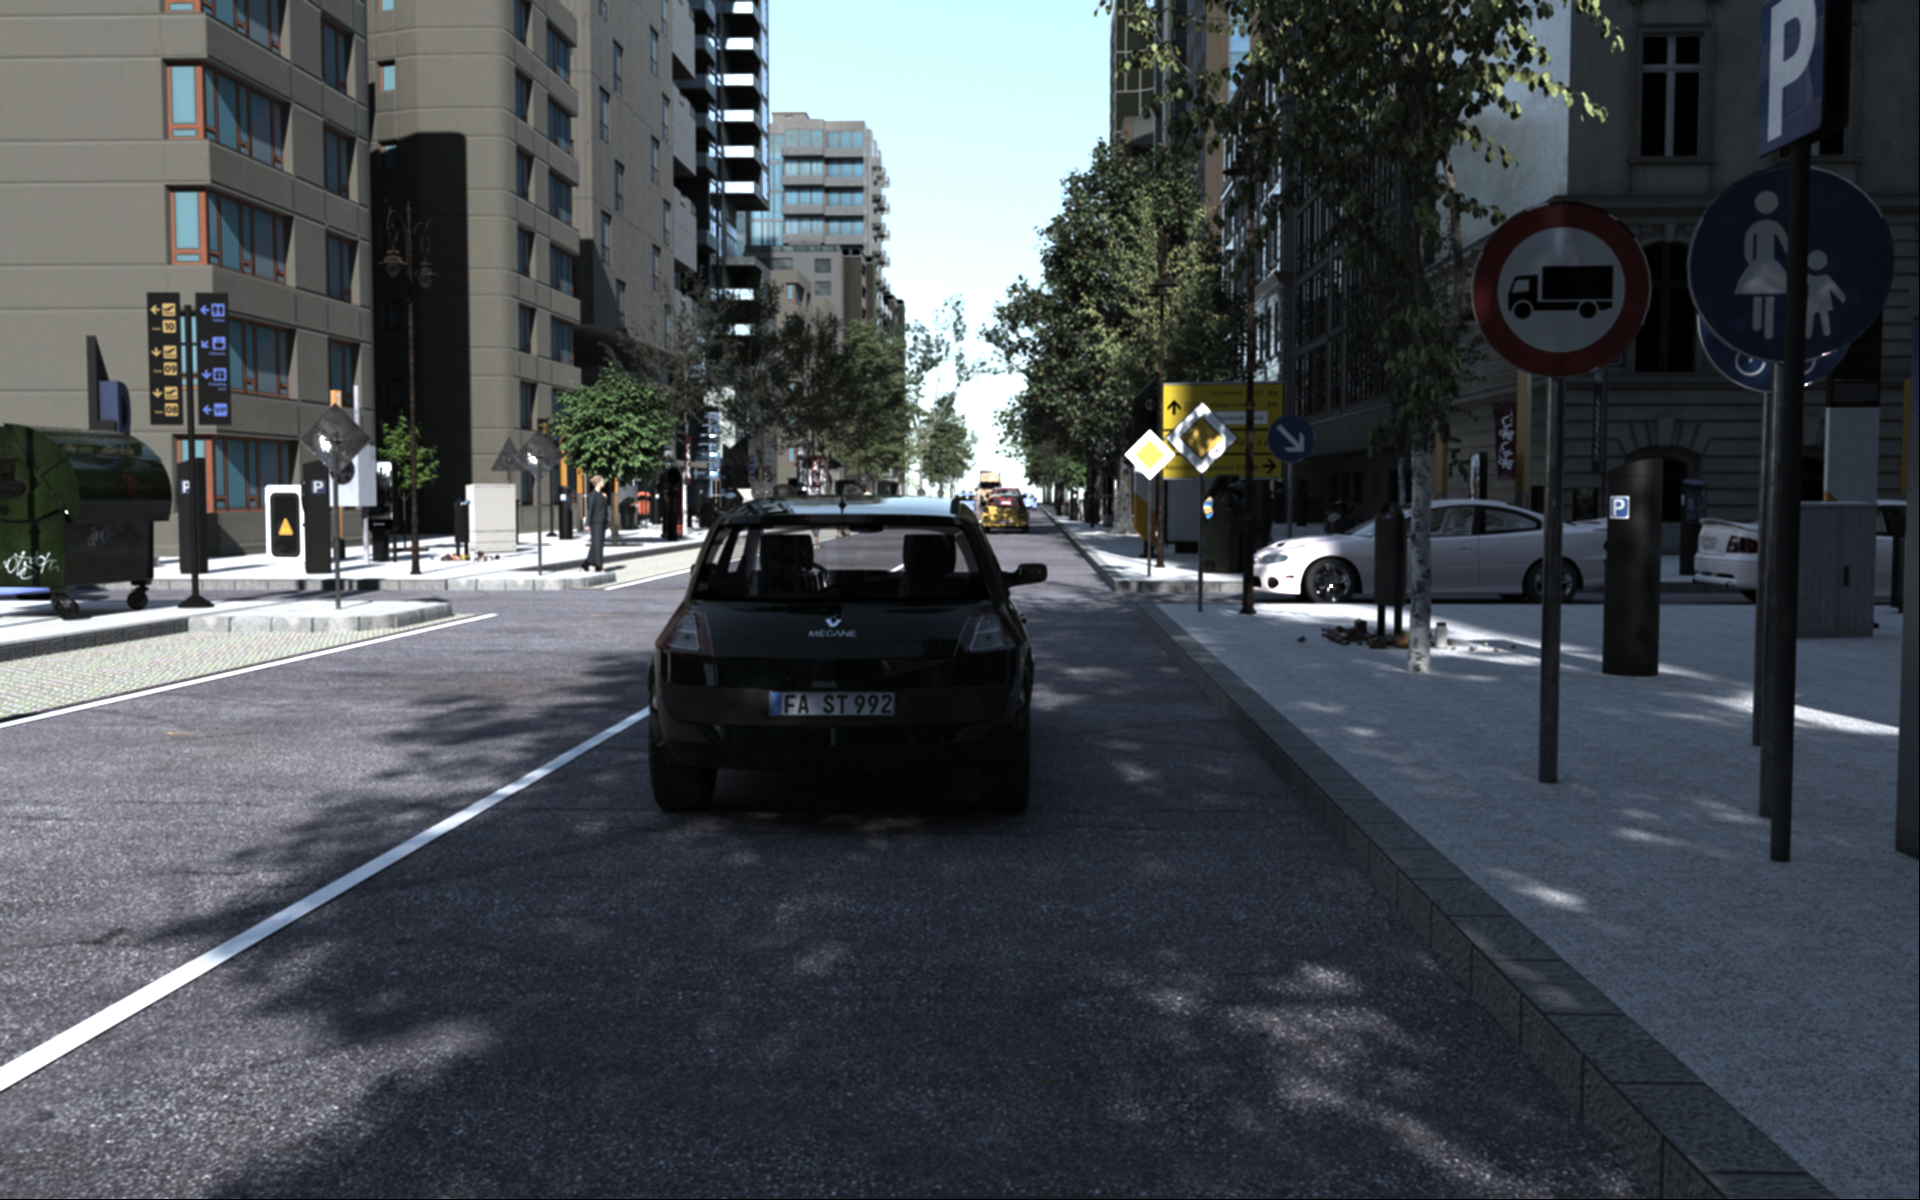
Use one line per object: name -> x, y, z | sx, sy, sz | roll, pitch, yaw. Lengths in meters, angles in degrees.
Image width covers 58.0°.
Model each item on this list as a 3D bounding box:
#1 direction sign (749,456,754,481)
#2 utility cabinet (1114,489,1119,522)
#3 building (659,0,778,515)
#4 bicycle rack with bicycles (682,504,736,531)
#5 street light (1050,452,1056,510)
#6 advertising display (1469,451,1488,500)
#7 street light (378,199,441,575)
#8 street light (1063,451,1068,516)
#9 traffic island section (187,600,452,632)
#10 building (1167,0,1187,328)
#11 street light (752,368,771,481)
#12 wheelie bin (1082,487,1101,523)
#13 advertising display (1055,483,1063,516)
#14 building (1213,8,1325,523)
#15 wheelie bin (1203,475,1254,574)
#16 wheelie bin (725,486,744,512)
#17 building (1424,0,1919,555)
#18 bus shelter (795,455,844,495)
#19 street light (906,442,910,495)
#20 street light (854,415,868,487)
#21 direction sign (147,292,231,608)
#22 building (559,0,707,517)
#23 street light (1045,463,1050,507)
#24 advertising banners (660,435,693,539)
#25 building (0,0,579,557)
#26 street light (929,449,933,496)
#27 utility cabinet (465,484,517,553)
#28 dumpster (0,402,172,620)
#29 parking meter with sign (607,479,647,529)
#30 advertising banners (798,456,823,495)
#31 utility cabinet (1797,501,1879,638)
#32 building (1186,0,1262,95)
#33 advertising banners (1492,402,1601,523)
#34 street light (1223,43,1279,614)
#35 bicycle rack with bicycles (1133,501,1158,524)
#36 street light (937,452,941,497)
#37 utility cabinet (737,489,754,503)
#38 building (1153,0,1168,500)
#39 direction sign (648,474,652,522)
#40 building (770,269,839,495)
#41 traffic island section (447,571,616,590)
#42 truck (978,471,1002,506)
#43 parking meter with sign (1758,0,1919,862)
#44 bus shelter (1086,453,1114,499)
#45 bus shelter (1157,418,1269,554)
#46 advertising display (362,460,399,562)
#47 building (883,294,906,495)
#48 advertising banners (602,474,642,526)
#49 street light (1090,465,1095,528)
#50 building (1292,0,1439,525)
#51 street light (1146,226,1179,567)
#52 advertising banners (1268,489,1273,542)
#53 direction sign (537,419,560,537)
direction sign -> -12.534, -6.769, 102.671 | 0.876, 3.537, 0.379 | 3, 4, 37
utility cabinet -> 7.451, -4.321, 79.320 | 0.318, 1.500, 1.173 | 2, 4, 31
building -> -23.910, -49.176, 116.694 | 22.319, 86.520, 31.000 | 0, 4, 2
bicycle rack with bicycles -> -8.248, -2.871, 60.322 | 2.925, 0.926, 2.852 | -3, 5, -44
street light -> 7.863, -10.393, 142.706 | 0.468, 5.910, 1.993 | 0, 4, 2
advertising display -> 7.946, -1.308, 26.607 | 0.123, 1.923, 0.974 | 0, 4, 7
street light -> -8.704, -3.348, 27.522 | 0.468, 5.910, 1.993 | 0, 4, 2
street light -> 6.500, -8.256, 107.772 | 0.468, 5.910, 1.993 | 0, 4, 2
traffic island section -> -6.944, 0.183, 19.284 | 2.009, 0.180, 2.903 | 0, 4, 2
building -> 22.789, -27.518, 133.511 | 14.154, 41.232, 14.086 | 0, 4, 2
street light -> -7.257, -5.552, 63.556 | 0.468, 5.910, 1.993 | 0, 4, 2
wheelie bin -> 5.928, -4.280, 77.882 | 0.693, 1.594, 0.980 | -3, 5, -43
advertising display -> 5.773, -5.845, 100.784 | 0.123, 1.923, 0.974 | -1, 4, -16
building -> 20.435, -17.827, 88.738 | 12.463, 27.353, 25.104 | 0, 4, 2
wheelie bin -> 4.368, -1.241, 28.195 | 0.693, 1.594, 0.980 | 3, 5, 41
wheelie bin -> -8.359, -3.432, 64.027 | 0.693, 1.594, 0.980 | -1, 4, -12
building -> 29.628, -13.515, 40.060 | 34.723, 24.649, 14.460 | 0, 4, 2
bus shelter -> -7.538, -6.069, 93.155 | 2.014, 3.302, 5.546 | 0, 4, 2
street light -> -4.214, -10.207, 139.673 | 0.468, 5.910, 1.993 | 0, 4, 2
street light -> -5.786, -7.744, 99.401 | 0.468, 5.910, 1.993 | 0, 4, 2
direction sign -> -8.679, -1.686, 19.564 | 0.876, 3.537, 0.379 | 0, 4, -4
building -> -28.768, -30.481, 87.597 | 28.713, 52.752, 27.495 | 0, 4, 2
street light -> 9.286, -12.550, 177.984 | 0.468, 5.910, 1.993 | 0, 4, 2
advertising banners -> -8.283, -3.338, 50.763 | 0.090, 3.025, 2.074 | 1, 4, 17
building -> -28.318, -12.510, 49.576 | 27.650, 21.520, 28.899 | 0, 4, 2
street light -> -2.946, -12.344, 174.611 | 0.468, 5.910, 1.993 | 0, 4, 2
utility cabinet -> -10.190, -1.770, 37.622 | 0.318, 1.500, 1.173 | 2, 4, 32
dumpster -> -9.535, -0.968, 18.326 | 1.502, 2.255, 1.985 | 0, 4, 2
parking meter with sign -> -12.284, -4.144, 64.015 | 1.738, 3.016, 0.543 | 2, 4, 27
advertising banners -> -7.228, -5.030, 78.426 | 2.074, 3.025, 0.090 | -1, 4, -15
utility cabinet -> 7.699, -0.268, 15.552 | 1.020, 1.237, 0.306 | -1, 4, -13
building -> 23.066, -28.693, 119.248 | 14.600, 45.320, 14.200 | 0, 4, 2
advertising banners -> 11.018, -2.225, 32.566 | 2.074, 3.025, 0.090 | 2, 4, 32
street light -> 3.090, -2.790, 18.407 | 0.468, 5.910, 1.993 | 0, 4, 2
bicycle rack with bicycles -> 8.848, -3.678, 73.519 | 2.925, 0.926, 2.852 | -3, 4, -36
street light -> -2.295, -13.125, 187.386 | 0.468, 5.910, 1.993 | 0, 4, 2
utility cabinet -> -8.572, -3.668, 68.651 | 1.173, 1.500, 0.318 | 0, 4, -6
building -> 27.729, -37.431, 154.000 | 21.231, 58.520, 28.212 | 0, 4, 2
direction sign -> -13.995, -5.288, 78.449 | 0.379, 3.537, 0.876 | -1, 4, -15
building -> -25.736, -18.570, 148.666 | 27.650, 21.520, 28.899 | 0, 4, 2
traffic island section -> -6.629, -0.305, 27.263 | 2.009, 0.180, 2.903 | 0, 4, 2
truck -> 3.646, -13.464, 209.056 | 2.839, 4.237, 11.283 | 0, 4, 2
parking meter with sign -> 3.694, -0.590, 5.911 | 1.738, 3.016, 0.543 | 0, 4, 4
bus shelter -> 7.523, -6.335, 94.852 | 1.731, 3.624, 6.357 | 0, 4, 2
bus shelter -> 5.108, -2.508, 34.926 | 2.014, 3.302, 5.546 | 0, 4, 2
advertising display -> -11.010, -1.692, 32.875 | 0.974, 1.923, 0.123 | 2, 4, 35
building -> -15.230, -29.086, 247.249 | 14.160, 30.474, 14.107 | 0, 4, 2
advertising banners -> -13.936, -4.549, 70.565 | 2.074, 3.025, 0.090 | 1, 4, 12
street light -> 5.008, -5.662, 65.368 | 0.468, 5.910, 1.993 | 0, 4, 2
building -> 21.059, -16.541, 63.949 | 14.314, 27.812, 24.014 | 0, 4, 2
street light -> 3.506, -3.509, 30.161 | 0.468, 5.910, 1.993 | 0, 4, 2
advertising banners -> 8.055, -3.027, 45.687 | 0.090, 3.025, 2.074 | 1, 4, 20
direction sign -> -12.354, -3.689, 52.320 | 0.379, 3.537, 0.876 | 3, 5, 43
